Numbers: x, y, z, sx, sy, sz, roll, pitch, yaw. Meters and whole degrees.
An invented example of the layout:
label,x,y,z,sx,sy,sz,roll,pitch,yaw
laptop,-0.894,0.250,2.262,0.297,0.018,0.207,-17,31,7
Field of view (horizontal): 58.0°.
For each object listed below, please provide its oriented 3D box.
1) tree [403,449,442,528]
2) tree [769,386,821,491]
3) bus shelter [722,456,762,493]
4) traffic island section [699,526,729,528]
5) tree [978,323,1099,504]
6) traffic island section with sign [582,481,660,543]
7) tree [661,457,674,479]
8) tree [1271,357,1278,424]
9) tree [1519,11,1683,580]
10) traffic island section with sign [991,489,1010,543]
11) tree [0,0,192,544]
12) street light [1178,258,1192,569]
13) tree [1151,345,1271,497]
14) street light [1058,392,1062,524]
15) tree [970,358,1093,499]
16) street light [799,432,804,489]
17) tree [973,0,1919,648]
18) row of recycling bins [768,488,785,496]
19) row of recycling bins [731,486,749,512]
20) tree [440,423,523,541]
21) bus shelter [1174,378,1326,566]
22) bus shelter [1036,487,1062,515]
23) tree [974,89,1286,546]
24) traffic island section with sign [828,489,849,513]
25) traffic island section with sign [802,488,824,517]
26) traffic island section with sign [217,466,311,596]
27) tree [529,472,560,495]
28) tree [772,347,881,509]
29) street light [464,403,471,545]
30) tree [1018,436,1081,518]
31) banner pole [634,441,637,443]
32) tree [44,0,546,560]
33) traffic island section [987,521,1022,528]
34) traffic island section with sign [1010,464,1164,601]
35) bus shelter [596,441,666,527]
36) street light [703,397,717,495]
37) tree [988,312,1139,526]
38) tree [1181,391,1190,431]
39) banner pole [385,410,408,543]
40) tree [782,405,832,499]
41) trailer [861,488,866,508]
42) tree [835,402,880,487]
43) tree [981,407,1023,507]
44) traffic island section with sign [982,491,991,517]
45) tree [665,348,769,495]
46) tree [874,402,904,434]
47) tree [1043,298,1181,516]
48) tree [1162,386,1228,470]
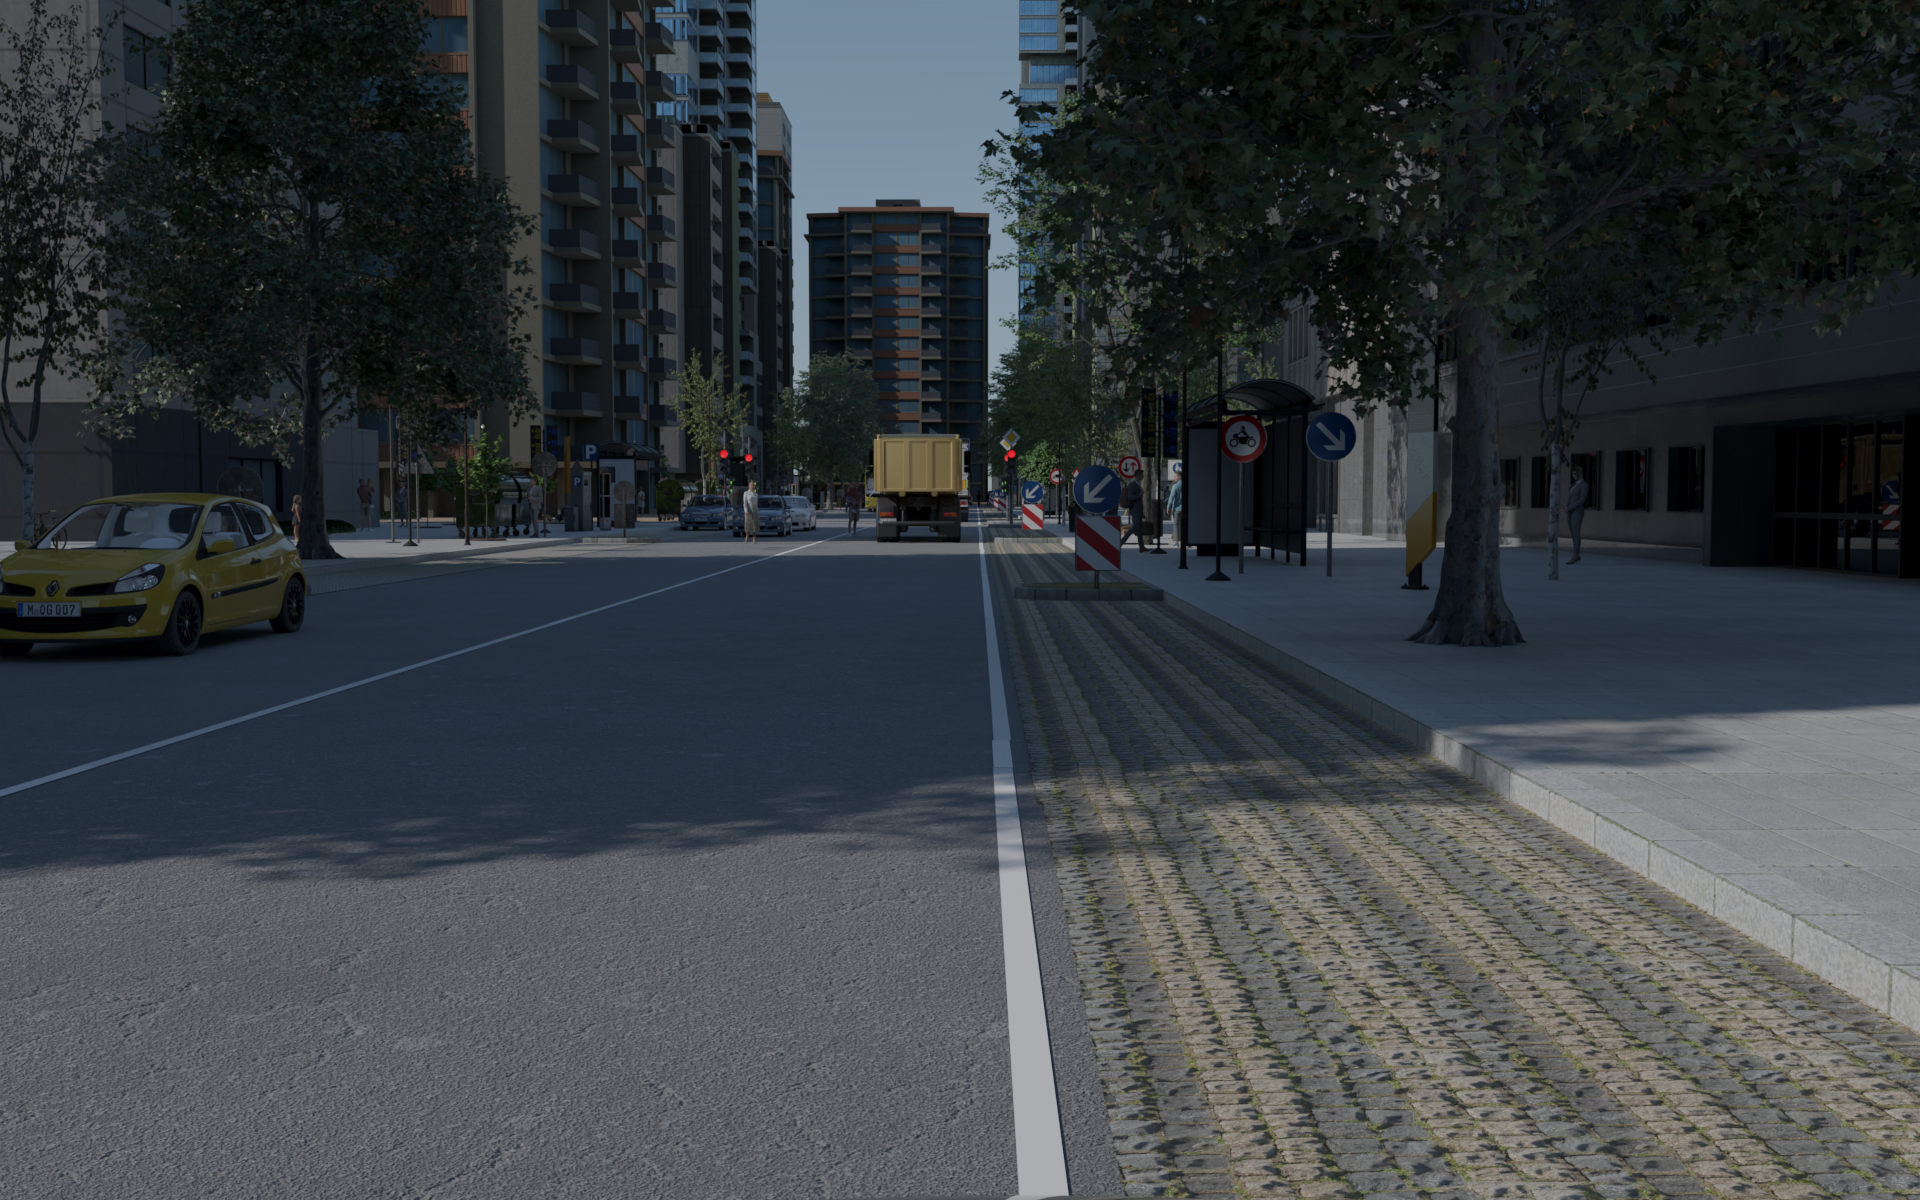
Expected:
label,x,y,z,sx,sy,sz,roll,pitch,yaw
tree,-20.159,-4.340,65.559,1.663,3.219,1.824,0,3,0
tree,-11.670,-10.268,118.247,4.737,8.622,4.395,0,3,0
bus shelter,-13.501,-7.110,107.530,1.731,3.624,6.357,0,4,0
traffic island section,-10.030,-3.162,73.972,2.009,0.180,2.903,0,4,1
tree,5.535,-12.063,115.353,7.486,12.596,7.792,0,3,0
traffic island section with sign,-9.920,-2.590,50.968,1.989,1.847,2.006,0,4,1
tree,-22.324,-8.664,125.372,4.285,4.588,4.351,0,3,0
tree,15.924,-8.738,93.222,4.737,8.622,4.395,0,3,0
tree,9.110,-4.605,25.658,4.360,8.622,3.978,0,3,0
traffic island section with sign,1.998,-2.592,51.003,1.989,1.847,2.006,0,4,1
tree,-13.381,-4.558,24.879,4.360,8.622,3.978,0,3,0
street light,3.824,-3.468,29.495,0.468,5.910,1.993,0,4,1
tree,9.511,-7.228,68.545,4.737,8.622,4.395,0,3,0
street light,4.223,-6.151,73.354,0.468,5.910,1.993,0,4,1
tree,5.892,-14.301,144.186,12.009,13.543,11.850,0,3,0
street light,-11.480,-9.413,126.689,0.468,5.910,1.993,0,4,1
tree,4.516,-5.977,14.738,9.611,12.733,9.660,0,3,0
row of recycling bins,-13.177,-7.226,125.253,1.069,1.692,3.534,-1,4,-15
row of recycling bins,-11.891,-5.369,94.896,1.069,1.692,3.534,0,4,3
tree,-13.092,-3.244,47.647,1.663,3.219,1.824,0,3,0
bus shelter,5.403,-2.398,33.126,2.014,3.302,5.546,0,4,0
bus shelter,5.403,-6.663,102.860,2.014,3.302,5.546,0,4,1
tree,4.539,-7.193,43.353,9.928,11.665,9.643,0,3,0
traffic island section with sign,-9.145,-7.638,133.510,1.989,1.847,2.006,0,4,1
traffic island section with sign,-9.389,-5.989,106.556,1.989,1.847,2.006,0,4,1
traffic island section with sign,-10.178,-0.941,24.014,1.989,1.847,2.006,0,4,1
tree,-20.316,-5.535,85.103,1.663,3.219,1.824,0,3,0
tree,-11.415,-14.884,150.014,9.857,13.997,8.962,0,3,0
street light,-12.359,-4.312,43.290,0.468,5.910,1.993,0,4,1
tree,4.918,-6.714,93.486,4.285,4.588,4.351,0,3,0
banner pole,-15.252,-5.589,81.393,0.401,3.779,0.863,-1,4,-14
tree,-12.666,-7.148,33.877,9.611,12.733,9.660,0,3,0
traffic island section,2.286,-3.643,81.836,2.009,0.180,2.903,0,4,1
traffic island section with sign,1.749,-0.943,24.049,1.989,1.847,2.006,0,4,1
bus shelter,-13.208,-4.600,69.135,2.014,3.302,5.546,0,4,1
street light,-11.941,-6.721,82.683,0.468,5.910,1.993,0,4,1
tree,3.941,-7.245,68.825,4.737,8.622,4.395,0,3,0
tree,10.642,-8.692,92.477,4.360,8.622,3.978,0,3,0
banner pole,-14.819,-3.402,45.637,0.401,3.779,0.863,1,4,20
tree,-12.204,-11.642,140.702,4.360,8.622,3.978,0,3,0
trailer,-9.244,-10.285,175.201,1.471,1.999,3.904,0,4,1
tree,-12.013,-16.561,188.891,7.486,12.596,7.792,0,3,0
tree,6.528,-15.745,191.843,8.767,10.594,7.601,1,4,23
traffic island section with sign,2.520,-5.982,106.434,1.989,1.847,2.006,0,4,1
tree,-12.791,-8.432,88.221,4.737,8.622,4.395,0,3,0
tree,-10.780,-19.608,230.956,12.009,13.543,11.850,0,3,0
tree,4.793,-6.813,61.752,4.360,8.622,3.978,0,3,0
tree,19.633,-12.615,140.663,7.601,10.594,8.767,2,4,33
